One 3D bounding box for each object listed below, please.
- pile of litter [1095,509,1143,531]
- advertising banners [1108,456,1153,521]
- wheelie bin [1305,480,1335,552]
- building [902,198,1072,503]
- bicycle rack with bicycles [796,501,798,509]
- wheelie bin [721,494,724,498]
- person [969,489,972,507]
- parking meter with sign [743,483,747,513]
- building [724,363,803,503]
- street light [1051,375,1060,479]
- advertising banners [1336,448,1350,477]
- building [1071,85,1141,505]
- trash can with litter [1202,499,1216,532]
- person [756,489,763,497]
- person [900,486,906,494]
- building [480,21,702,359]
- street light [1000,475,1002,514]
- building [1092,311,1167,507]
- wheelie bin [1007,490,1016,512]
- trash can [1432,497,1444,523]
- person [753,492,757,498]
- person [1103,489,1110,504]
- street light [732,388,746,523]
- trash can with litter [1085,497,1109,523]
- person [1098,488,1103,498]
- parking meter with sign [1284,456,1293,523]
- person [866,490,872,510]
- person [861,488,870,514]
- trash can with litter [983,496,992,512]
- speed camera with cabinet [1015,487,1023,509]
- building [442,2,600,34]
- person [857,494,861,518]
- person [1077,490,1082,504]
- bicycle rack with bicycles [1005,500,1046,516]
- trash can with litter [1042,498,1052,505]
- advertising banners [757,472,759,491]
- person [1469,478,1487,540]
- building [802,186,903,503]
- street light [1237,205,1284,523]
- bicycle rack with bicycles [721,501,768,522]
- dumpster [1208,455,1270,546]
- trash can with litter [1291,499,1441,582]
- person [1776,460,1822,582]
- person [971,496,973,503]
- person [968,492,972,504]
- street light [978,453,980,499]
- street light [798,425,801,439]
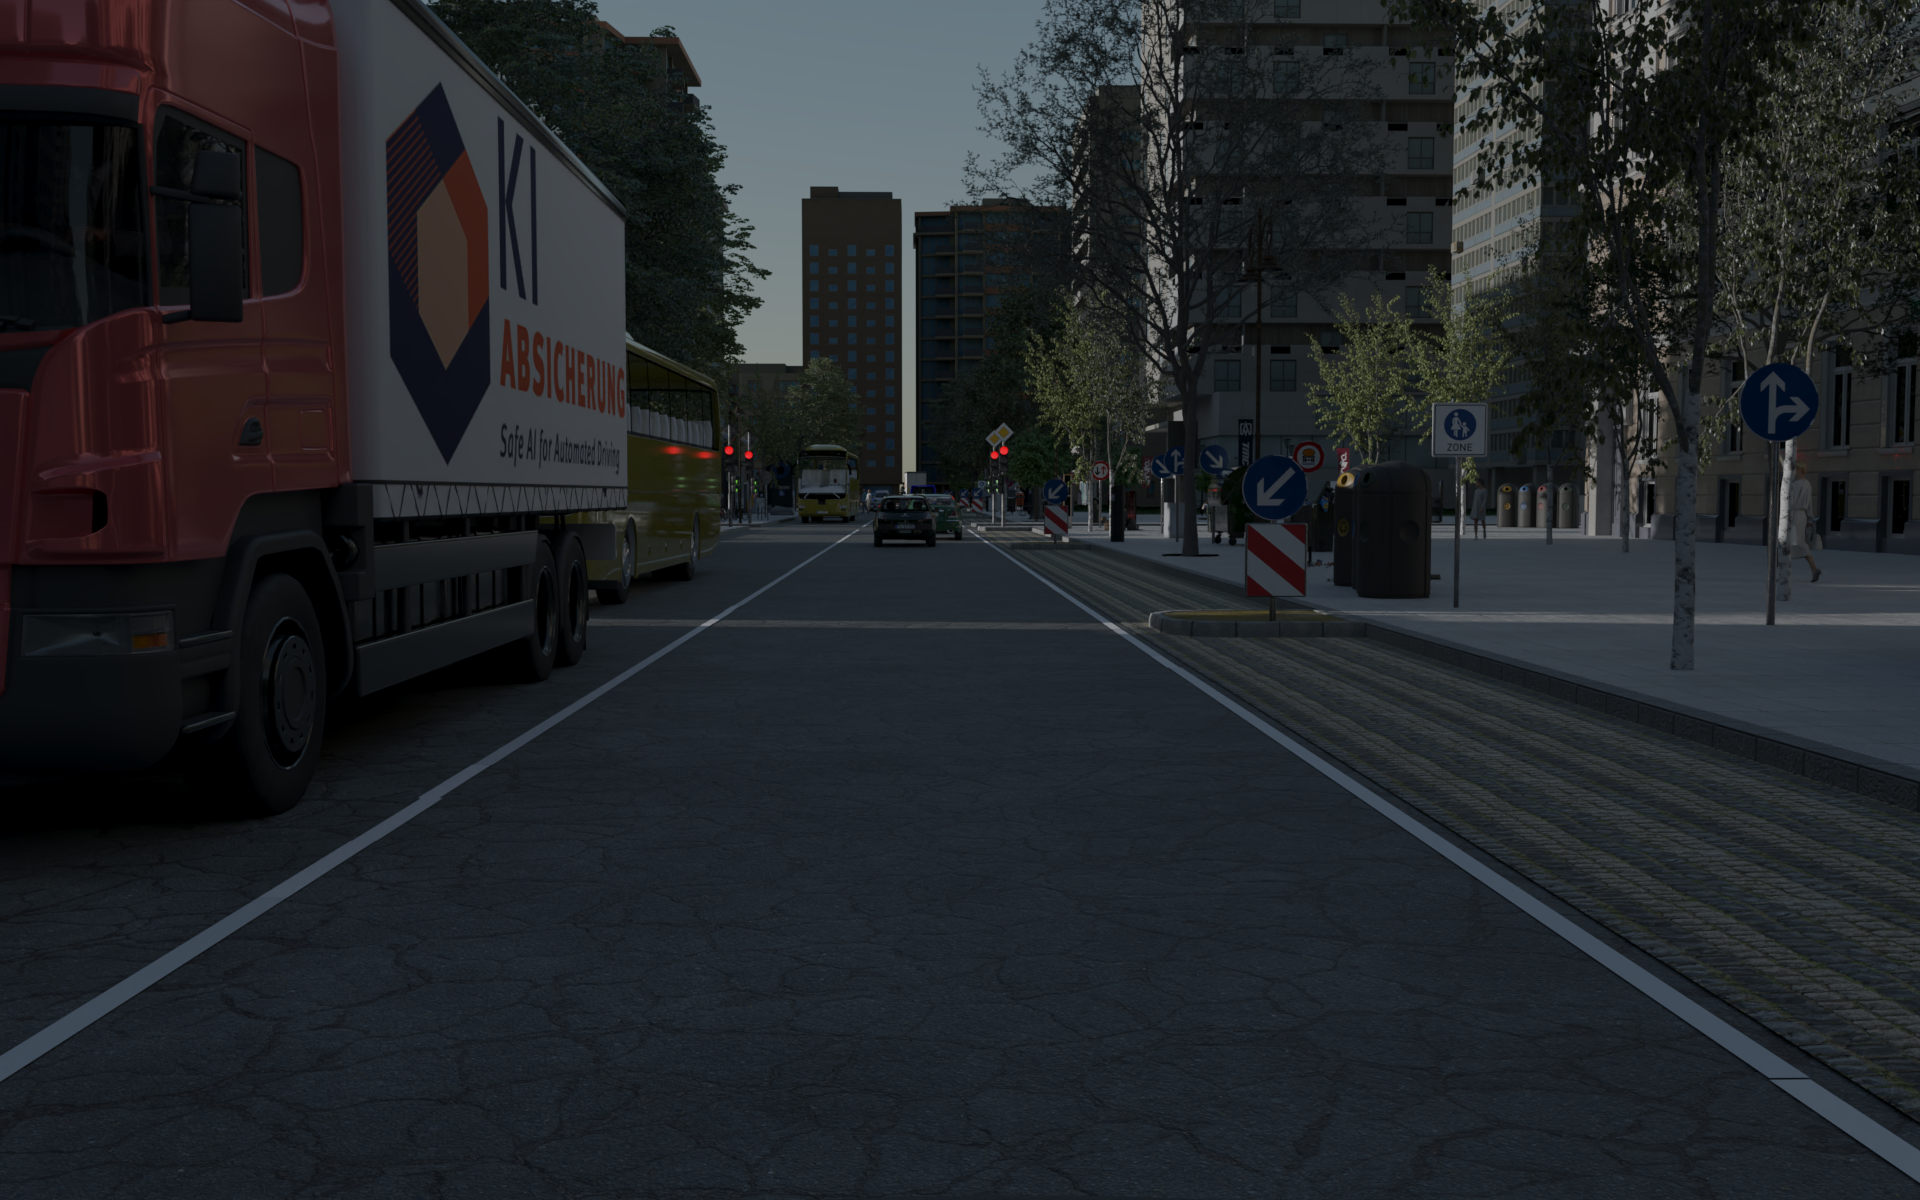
[{"bbox_3d":[5.584,-2.884,61.115,1.719,0.858,1.176,0,4,7],"label":"pile of litter"},{"bbox_3d":[7.798,-5.075,79.168,2.074,3.025,0.090,0,4,0],"label":"advertising banners"},{"bbox_3d":[7.979,-1.881,38.664,0.693,1.594,0.980,-2,4,-31],"label":"wheelie bin"},{"bbox_3d":[5.809,-36.963,258.971,28.867,44.769,22.147,0,4,-1],"label":"building"},{"bbox_3d":[-11.984,-7.579,137.296,2.925,0.926,2.852,-2,4,-25],"label":"bicycle rack with bicycles"},{"bbox_3d":[-10.896,-4.183,76.306,0.980,1.594,0.693,-1,4,-9],"label":"wheelie bin"},{"bbox_3d":[1.115,-10.018,170.540,0.721,1.736,1.217,1,4,21],"label":"person"},{"bbox_3d":[-14.294,-7.333,116.154,1.738,3.016,0.543,2,4,33],"label":"parking meter with sign"},{"bbox_3d":[-37.330,-25.459,261.292,28.899,21.520,27.650,0,4,-1],"label":"building"},{"bbox_3d":[3.761,-5.802,67.647,0.468,5.910,1.993,0,4,-1],"label":"street light"},{"bbox_3d":[15.098,-4.207,64.980,2.074,3.025,0.090,2,4,32],"label":"advertising banners"},{"bbox_3d":[24.649,-35.399,202.475,21.300,48.544,21.600,0,4,-1],"label":"building"},{"bbox_3d":[8.588,-2.855,58.067,0.624,1.170,1.055,2,4,33],"label":"trash can with litter"},{"bbox_3d":[-19.617,-10.024,170.649,1.217,1.743,0.721,2,4,33],"label":"person"},{"bbox_3d":[-3.552,-5.963,105.359,0.474,1.900,0.648,-3,5,-40],"label":"person"},{"bbox_3d":[-36.348,-31.160,164.096,22.147,44.769,28.867,0,4,-1],"label":"building"},{"bbox_3d":[2.641,-8.390,109.965,0.468,5.910,1.993,0,4,-1],"label":"street light"},{"bbox_3d":[28.777,-20.377,178.196,27.650,21.520,28.899,0,4,-1],"label":"building"},{"bbox_3d":[3.693,-7.183,125.352,0.980,1.594,0.693,0,4,7],"label":"wheelie bin"},{"bbox_3d":[20.973,-3.967,76.508,0.748,1.137,0.748,0,3,0],"label":"trash can"},{"bbox_3d":[-26.001,-13.010,219.436,0.721,1.739,1.217,-1,4,-18],"label":"person"},{"bbox_3d":[13.428,-9.080,155.181,1.217,1.739,0.721,0,4,-3],"label":"person"},{"bbox_3d":[-9.644,-6.305,75.880,0.468,5.910,1.993,0,4,-1],"label":"street light"},{"bbox_3d":[5.989,-3.925,75.569,1.055,1.170,0.624,-3,5,-43],"label":"trash can with litter"},{"bbox_3d":[12.871,-9.365,158.796,0.705,1.869,1.348,1,4,19],"label":"person"},{"bbox_3d":[14.788,-4.968,77.494,0.543,3.016,1.738,1,4,16],"label":"parking meter with sign"},{"bbox_3d":[-7.563,-8.345,145.160,0.641,1.798,0.478,-2,4,-31],"label":"person"},{"bbox_3d":[-6.787,-7.056,123.734,0.748,1.841,0.638,-1,4,-12],"label":"person"},{"bbox_3d":[2.139,-6.981,125.519,0.624,1.170,1.055,2,4,25],"label":"trash can with litter"},{"bbox_3d":[4.940,-9.295,146.313,0.660,3.252,2.038,2,4,27],"label":"speed camera with cabinet"},{"bbox_3d":[-63.239,-49.988,255.561,20.611,71.187,20.563,0,4,-1],"label":"building"},{"bbox_3d":[-6.212,-5.771,103.445,0.643,1.750,0.593,0,4,-2],"label":"person"},{"bbox_3d":[12.041,-10.247,174.256,0.621,1.740,0.551,3,4,38],"label":"person"},{"bbox_3d":[4.331,-5.361,101.032,2.925,0.926,2.852,3,5,41],"label":"bicycle rack with bicycles"},{"bbox_3d":[5.637,-6.057,110.425,0.624,1.170,1.055,1,4,19],"label":"trash can with litter"},{"bbox_3d":[-15.713,-8.638,137.418,0.090,3.025,2.074,-2,4,-30],"label":"advertising banners"},{"bbox_3d":[14.511,-2.543,48.374,0.466,1.731,0.760,2,4,29],"label":"person"},{"bbox_3d":[-15.623,-36.983,254.775,14.200,45.320,14.600,0,4,-1],"label":"building"},{"bbox_3d":[4.840,-3.382,28.089,0.468,5.910,1.993,0,4,-1],"label":"street light"},{"bbox_3d":[-10.573,-4.385,85.077,2.852,0.926,2.925,-1,4,-15],"label":"bicycle rack with bicycles"},{"bbox_3d":[7.137,-2.515,43.610,1.502,2.255,1.985,0,4,-1],"label":"dumpster"},{"bbox_3d":[6.320,-0.911,25.949,2.233,1.210,1.678,-1,4,-23],"label":"trash can with litter"},{"bbox_3d":[12.167,-1.146,25.127,0.694,1.780,0.624,-2,4,-27],"label":"person"},{"bbox_3d":[1.316,-10.281,174.865,0.721,1.736,1.217,3,5,42],"label":"person"},{"bbox_3d":[1.431,-13.514,227.020,1.348,1.821,0.705,1,4,17],"label":"person"},{"bbox_3d":[1.681,-10.810,149.526,0.468,5.910,1.993,0,4,-1],"label":"street light"},{"bbox_3d":[-10.717,-8.759,115.990,0.468,5.910,1.993,0,4,-1],"label":"street light"}]
